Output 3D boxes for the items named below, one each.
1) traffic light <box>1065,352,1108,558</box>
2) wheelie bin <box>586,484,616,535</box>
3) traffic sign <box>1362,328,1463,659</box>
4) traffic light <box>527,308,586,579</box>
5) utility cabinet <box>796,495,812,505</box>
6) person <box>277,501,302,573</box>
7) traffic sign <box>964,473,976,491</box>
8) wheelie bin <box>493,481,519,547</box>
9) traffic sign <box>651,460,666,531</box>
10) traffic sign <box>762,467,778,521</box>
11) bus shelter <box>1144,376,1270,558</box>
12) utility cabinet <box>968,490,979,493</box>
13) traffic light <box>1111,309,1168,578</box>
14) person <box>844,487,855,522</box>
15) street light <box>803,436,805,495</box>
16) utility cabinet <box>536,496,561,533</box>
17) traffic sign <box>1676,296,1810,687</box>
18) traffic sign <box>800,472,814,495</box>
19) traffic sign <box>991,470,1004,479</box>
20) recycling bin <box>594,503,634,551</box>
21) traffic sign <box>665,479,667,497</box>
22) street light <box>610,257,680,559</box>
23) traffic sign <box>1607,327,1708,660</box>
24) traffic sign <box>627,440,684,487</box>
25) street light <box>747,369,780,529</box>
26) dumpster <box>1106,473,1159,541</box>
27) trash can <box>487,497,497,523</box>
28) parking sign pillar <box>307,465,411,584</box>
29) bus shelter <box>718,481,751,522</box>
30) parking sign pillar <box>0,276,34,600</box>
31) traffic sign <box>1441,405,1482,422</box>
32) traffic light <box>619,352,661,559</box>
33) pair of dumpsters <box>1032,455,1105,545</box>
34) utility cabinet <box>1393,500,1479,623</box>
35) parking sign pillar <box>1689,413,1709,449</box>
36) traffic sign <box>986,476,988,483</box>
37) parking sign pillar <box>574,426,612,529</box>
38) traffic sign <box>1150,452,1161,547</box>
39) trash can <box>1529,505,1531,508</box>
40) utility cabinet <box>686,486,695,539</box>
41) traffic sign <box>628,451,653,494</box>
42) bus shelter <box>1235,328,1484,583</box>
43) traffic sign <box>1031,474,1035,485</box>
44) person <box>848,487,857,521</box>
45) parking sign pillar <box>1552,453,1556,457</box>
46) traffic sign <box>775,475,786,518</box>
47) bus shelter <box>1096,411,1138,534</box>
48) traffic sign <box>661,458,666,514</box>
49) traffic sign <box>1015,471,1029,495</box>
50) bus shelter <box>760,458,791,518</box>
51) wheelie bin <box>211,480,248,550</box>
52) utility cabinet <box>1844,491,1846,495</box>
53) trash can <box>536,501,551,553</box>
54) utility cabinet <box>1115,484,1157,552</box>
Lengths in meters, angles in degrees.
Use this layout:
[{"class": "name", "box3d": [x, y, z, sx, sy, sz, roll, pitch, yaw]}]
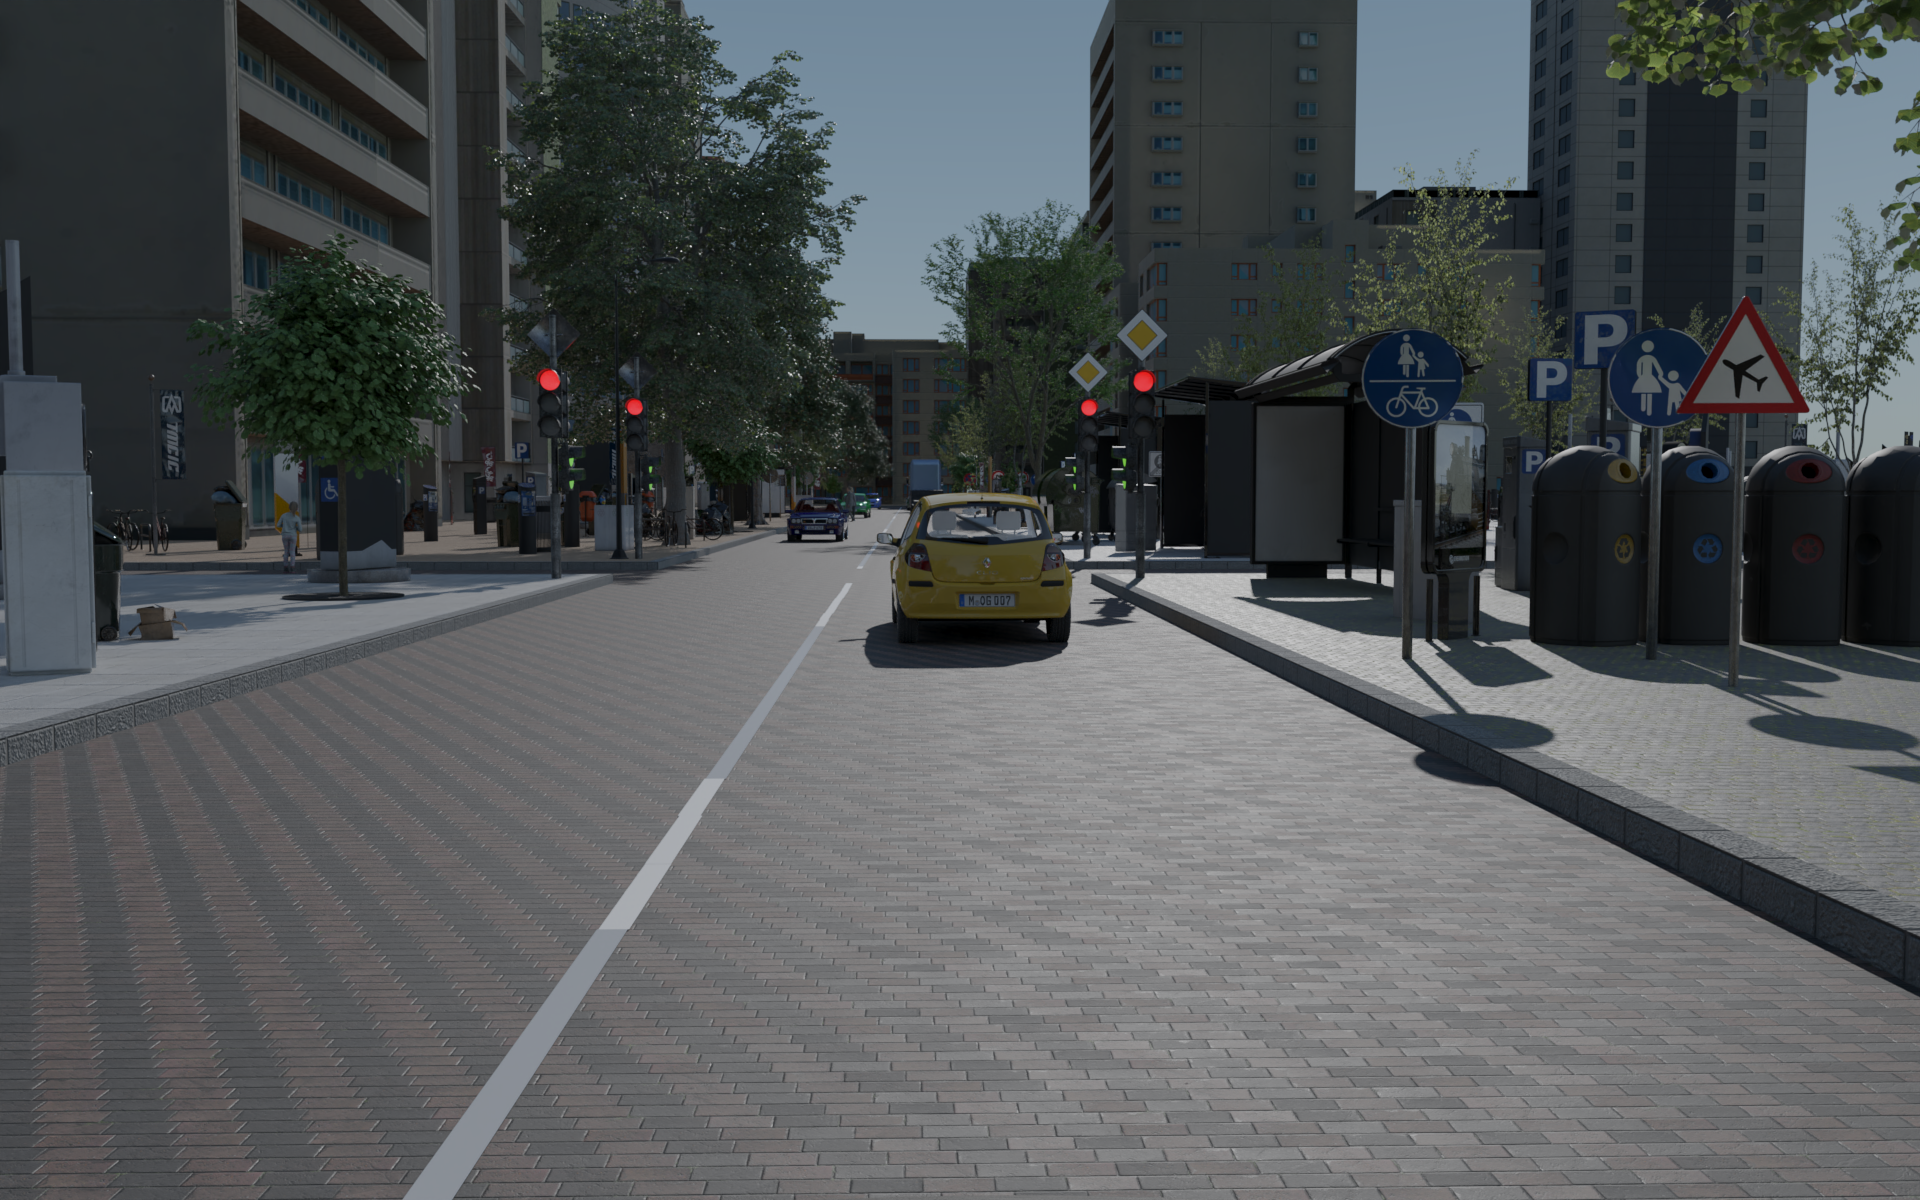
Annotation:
[{"class": "traffic light", "box3d": [2.516, -2.784, 34.434, 0.839, 4.253, 0.868, 0, 4, -2]}, {"class": "wheelie bin", "box3d": [-11.238, -2.816, 53.951, 0.980, 1.594, 0.693, 3, 5, 42]}, {"class": "traffic sign", "box3d": [3.481, -0.814, 13.410, 0.768, 2.556, 0.104, 0, 4, 5]}, {"class": "traffic light", "box3d": [-6.112, -2.279, 26.184, 0.839, 4.253, 0.868, 0, 4, -2]}, {"class": "utility cabinet", "box3d": [-8.222, -4.823, 90.018, 1.020, 1.237, 0.306, 0, 4, -6]}, {"class": "person", "box3d": [-12.169, -1.141, 31.441, 0.425, 1.301, 0.394, -1, 4, -23]}, {"class": "traffic sign", "box3d": [0.604, -6.432, 105.273, 0.768, 2.556, 0.104, 0, 4, 3]}, {"class": "wheelie bin", "box3d": [-10.924, -2.096, 42.170, 0.980, 1.594, 0.693, 3, 5, 42]}, {"class": "traffic sign", "box3d": [-10.707, -3.720, 60.930, 0.768, 2.556, 0.104, 0, 4, 5]}, {"class": "traffic sign", "box3d": [-8.887, -4.952, 81.068, 0.768, 2.556, 0.104, 0, 4, 2]}, {"class": "bus shelter", "box3d": [5.303, -2.831, 37.567, 1.731, 3.624, 6.357, 0, 4, -2]}, {"class": "utility cabinet", "box3d": [0.804, -5.830, 104.000, 0.318, 1.500, 1.173, 1, 4, 21]}, {"class": "traffic light", "box3d": [2.745, -2.296, 26.453, 0.839, 4.253, 0.868, 0, 4, -2]}, {"class": "person", "box3d": [-5.780, -4.951, 89.551, 0.767, 1.812, 0.694, -1, 4, -15]}, {"class": "street light", "box3d": [-7.913, -7.407, 93.647, 1.470, 5.913, 1.316, 0, 4, -2]}, {"class": "utility cabinet", "box3d": [-13.563, -2.782, 56.642, 1.020, 1.237, 0.306, -1, 4, -18]}, {"class": "traffic sign", "box3d": [5.161, -0.702, 11.484, 0.884, 2.594, 0.081, 0, 4, -1]}, {"class": "traffic sign", "box3d": [-8.499, -5.865, 96.001, 0.768, 2.556, 0.104, 0, 4, 2]}, {"class": "traffic sign", "box3d": [2.074, -5.679, 92.963, 0.768, 2.556, 0.104, 0, 4, 4]}, {"class": "recycling bin", "box3d": [-7.852, -1.638, 39.336, 0.722, 1.027, 0.722, 0, 4, 7]}, {"class": "traffic sign", "box3d": [-10.841, -3.916, 64.127, 0.768, 2.556, 0.104, 0, 4, 1]}, {"class": "street light", "box3d": [-6.192, -3.763, 34.061, 1.470, 5.913, 1.316, 0, 4, -2]}, {"class": "traffic sign", "box3d": [5.363, -0.810, 13.356, 0.768, 2.556, 0.104, 0, 4, 8]}, {"class": "traffic sign", "box3d": [-11.495, -4.349, 64.982, 2.265, 3.308, 0.079, 0, 4, 3]}, {"class": "street light", "box3d": [-7.164, -5.600, 64.097, 1.470, 5.913, 1.316, 0, 4, -2]}, {"class": "dumpster", "box3d": [4.675, -2.508, 46.758, 1.264, 1.857, 1.865, 0, 4, -2]}, {"class": "trash can", "box3d": [-20.994, -4.026, 77.474, 0.748, 1.137, 0.748, 0, 3, 0]}, {"class": "parking sign pillar", "box3d": [-8.853, -2.260, 25.417, 1.447, 3.967, 1.447, 1, 4, 15]}, {"class": "bus shelter", "box3d": [-10.252, -5.530, 81.698, 1.731, 3.624, 6.357, 0, 4, -2]}, {"class": "parking sign pillar", "box3d": [-12.122, -2.010, 21.329, 1.447, 3.967, 1.447, -2, 4, -30]}, {"class": "traffic sign", "box3d": [5.559, -1.062, 19.497, 0.606, 2.300, 0.079, 0, 4, 4]}, {"class": "traffic light", "box3d": [-6.341, -2.767, 34.165, 0.839, 4.253, 0.868, 0, 4, -2]}, {"class": "pair of dumpsters", "box3d": [2.821, -2.616, 45.263, 1.574, 2.255, 4.437, 0, 4, -2]}, {"class": "utility cabinet", "box3d": [4.861, -0.399, 17.685, 0.306, 1.237, 1.020, -2, 4, -24]}, {"class": "parking sign pillar", "box3d": [21.833, -3.835, 51.180, 1.447, 3.967, 1.447, 2, 4, 26]}, {"class": "traffic sign", "box3d": [2.015, -6.638, 108.634, 0.768, 2.556, 0.104, 0, 4, 5]}, {"class": "parking sign pillar", "box3d": [-13.649, -4.646, 64.434, 1.447, 3.967, 1.447, -2, 4, -25]}, {"class": "traffic sign", "box3d": [4.826, -2.408, 41.506, 0.606, 2.300, 0.079, 0, 4, 3]}, {"class": "trash can", "box3d": [31.018, -5.037, 94.000, 0.748, 1.137, 0.748, 0, 3, 0]}, {"class": "utility cabinet", "box3d": [-7.741, -2.490, 49.384, 0.318, 1.500, 1.173, 0, 4, -6]}, {"class": "traffic sign", "box3d": [-9.289, -3.073, 50.352, 0.768, 2.556, 0.104, 0, 4, 5]}, {"class": "bus shelter", "box3d": [5.312, -1.838, 23.977, 2.014, 3.302, 5.546, 0, 4, -2]}, {"class": "traffic sign", "box3d": [4.864, -6.724, 110.043, 0.768, 2.556, 0.104, 0, 4, 4]}, {"class": "person", "box3d": [-5.819, -5.062, 91.454, 0.709, 1.800, 0.728, 1, 4, 22]}, {"class": "parking sign pillar", "box3d": [36.250, -7.181, 105.881, 1.447, 3.967, 1.447, 0, 4, 8]}, {"class": "traffic sign", "box3d": [-9.478, -5.455, 91.322, 0.606, 2.300, 0.079, 0, 4, 6]}, {"class": "bus shelter", "box3d": [4.912, -3.723, 52.146, 1.731, 3.624, 6.357, 0, 4, -2]}, {"class": "traffic sign", "box3d": [-10.565, -3.752, 61.454, 0.768, 2.556, 0.104, 0, 4, 7]}, {"class": "traffic sign", "box3d": [3.416, -5.838, 95.559, 0.768, 2.556, 0.104, 0, 4, 6]}, {"class": "bus shelter", "box3d": [-10.372, -6.307, 97.045, 2.014, 3.302, 5.546, 0, 4, -1]}, {"class": "wheelie bin", "box3d": [-16.740, -1.944, 39.692, 0.693, 1.594, 0.980, -1, 4, -13]}, {"class": "utility cabinet", "box3d": [19.017, -1.741, 37.138, 1.173, 1.500, 0.318, 3, 4, 37]}, {"class": "trash can", "box3d": [-9.250, -1.621, 38.162, 0.748, 1.137, 0.748, 0, 3, 0]}, {"class": "utility cabinet", "box3d": [3.894, -1.806, 38.204, 0.318, 1.500, 1.173, 3, 5, 40]}]
